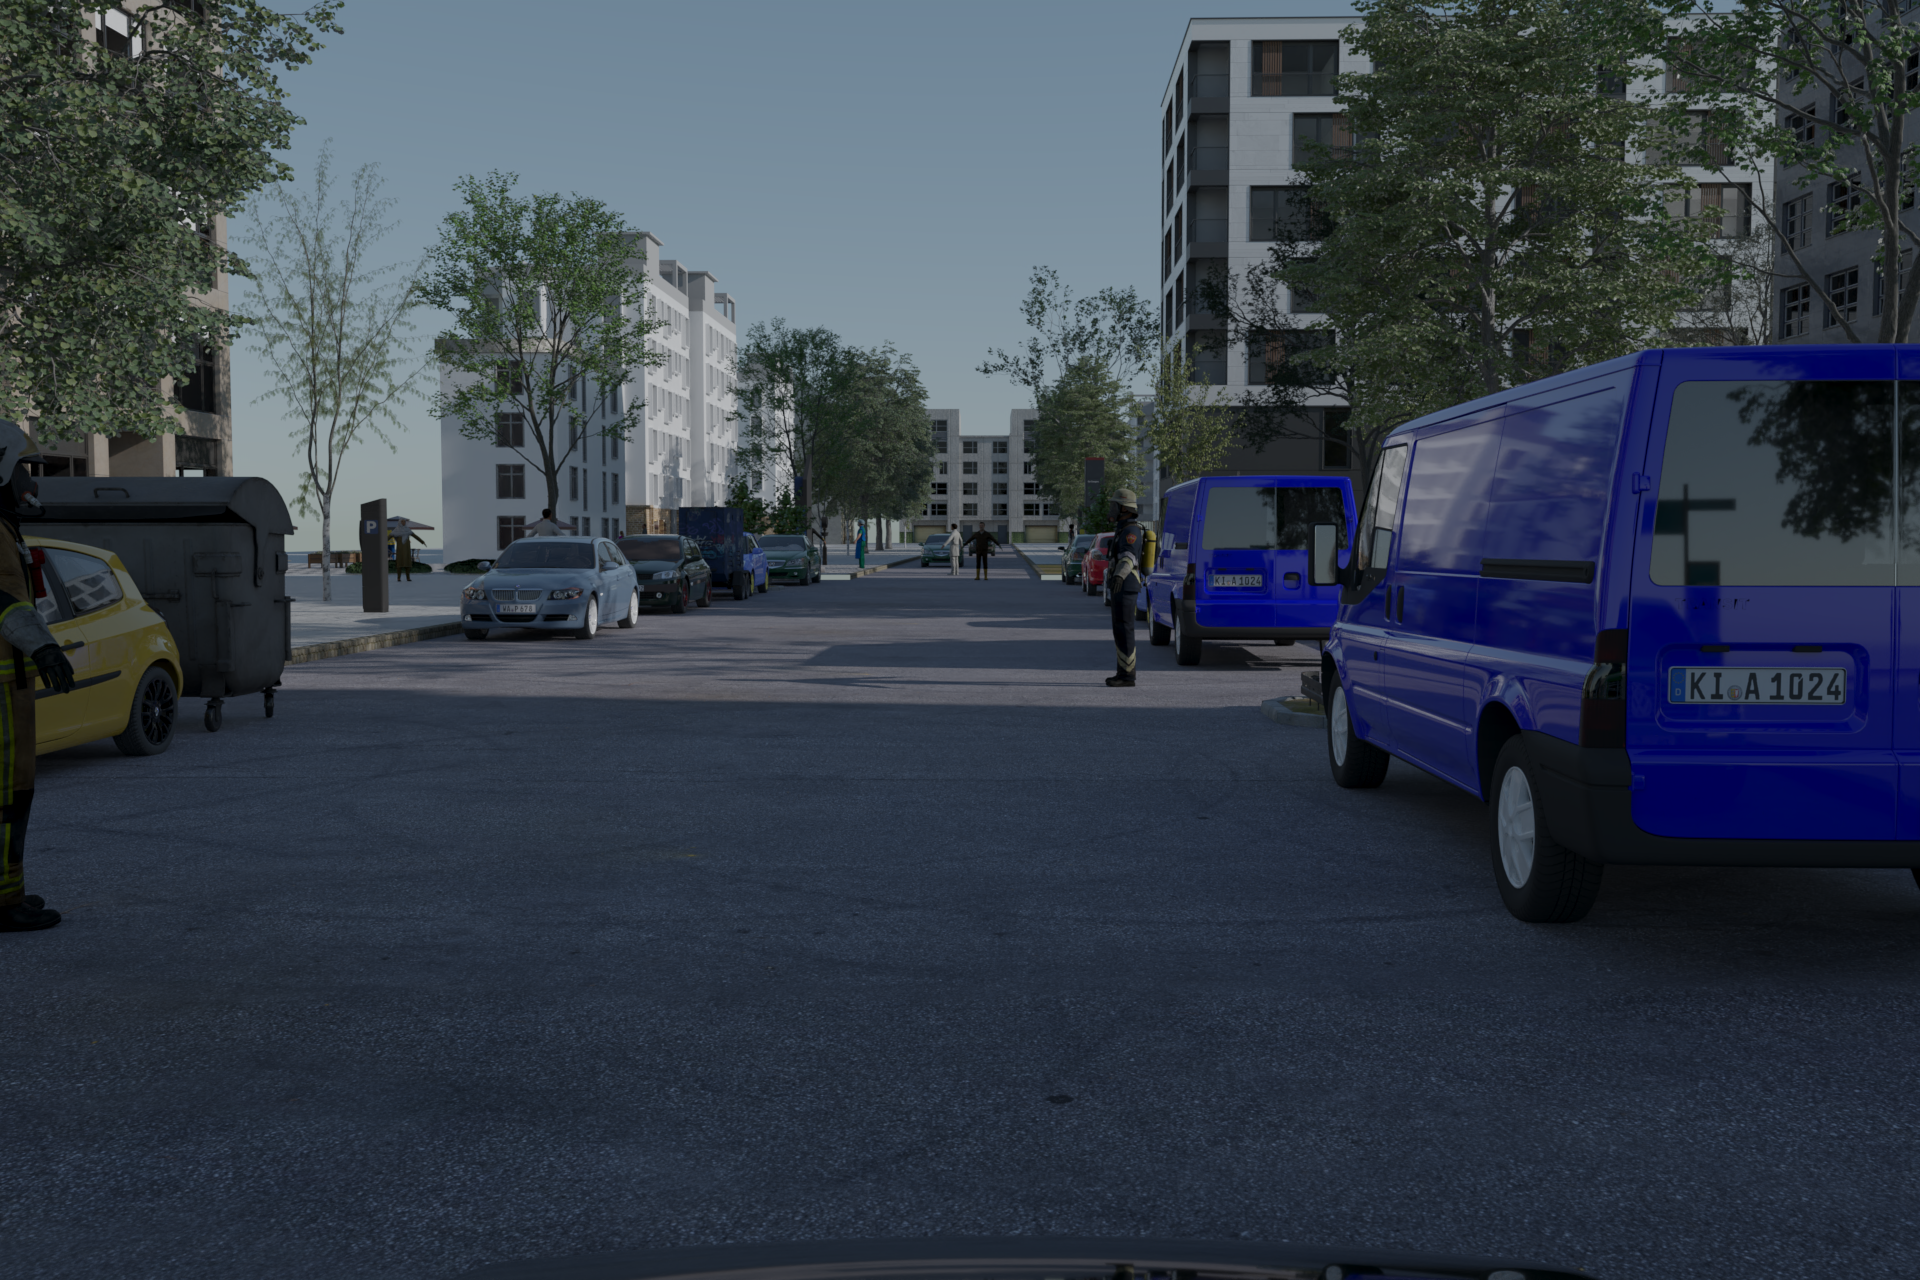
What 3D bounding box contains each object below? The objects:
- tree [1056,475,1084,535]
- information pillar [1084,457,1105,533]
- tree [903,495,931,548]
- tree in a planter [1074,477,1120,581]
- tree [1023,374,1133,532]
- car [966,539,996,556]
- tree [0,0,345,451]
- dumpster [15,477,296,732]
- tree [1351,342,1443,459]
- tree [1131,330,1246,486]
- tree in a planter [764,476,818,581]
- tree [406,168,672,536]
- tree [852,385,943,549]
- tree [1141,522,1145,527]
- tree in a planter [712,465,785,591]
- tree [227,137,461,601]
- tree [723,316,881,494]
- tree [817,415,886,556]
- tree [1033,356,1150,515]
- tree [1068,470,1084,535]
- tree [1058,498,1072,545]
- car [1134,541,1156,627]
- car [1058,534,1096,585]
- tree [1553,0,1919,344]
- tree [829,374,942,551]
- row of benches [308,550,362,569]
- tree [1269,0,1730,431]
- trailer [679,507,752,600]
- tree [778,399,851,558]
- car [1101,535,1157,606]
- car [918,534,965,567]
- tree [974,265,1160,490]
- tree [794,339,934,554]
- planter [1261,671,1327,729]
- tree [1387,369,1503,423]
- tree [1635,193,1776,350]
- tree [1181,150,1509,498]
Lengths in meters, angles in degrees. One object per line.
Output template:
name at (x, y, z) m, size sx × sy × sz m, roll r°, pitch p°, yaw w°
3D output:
tree at (9.677, -11.952, 145.774) m, size 4.737 × 8.622 × 4.395 m, roll 0°, pitch 3°, yaw 0°
information pillar at (4.557, -4.244, 58.761) m, size 0.750 × 3.857 × 0.750 m, roll 0°, pitch 4°, yaw 1°
tree at (-4.852, -12.847, 160.414) m, size 4.737 × 8.622 × 4.395 m, roll 0°, pitch 3°, yaw 0°
tree in a planter at (4.443, -3.456, 53.724) m, size 1.991 × 3.239 × 1.994 m, roll 0°, pitch 4°, yaw 2°
tree at (9.607, -14.070, 136.702) m, size 9.857 × 13.997 × 8.962 m, roll 0°, pitch 3°, yaw 0°
car at (1.420, -6.288, 112.598) m, size 2.009 × 1.686 × 4.222 m, roll 0°, pitch 3°, yaw 0°
tree at (-12.358, -6.923, 19.839) m, size 9.857 × 13.997 × 8.962 m, roll 0°, pitch 3°, yaw 0°
dumpster at (-6.106, -0.292, 12.991) m, size 1.865 × 1.857 × 1.264 m, roll 0°, pitch 4°, yaw 2°
tree at (15.720, -6.638, 58.901) m, size 4.737 × 8.622 × 4.395 m, roll 0°, pitch 3°, yaw 0°
tree at (7.991, -6.845, 62.283) m, size 4.737 × 8.622 × 4.395 m, roll 0°, pitch 3°, yaw 0°
tree in a planter at (-5.356, -3.439, 53.457) m, size 1.991 × 3.239 × 1.994 m, roll 0°, pitch 4°, yaw 2°
tree at (-11.874, -7.596, 49.949) m, size 9.928 × 11.665 × 9.643 m, roll 0°, pitch 3°, yaw 0°
tree at (-6.138, -14.708, 147.128) m, size 9.857 × 13.997 × 8.962 m, roll 0°, pitch 3°, yaw 0°
tree at (26.052, -18.061, 245.657) m, size 4.737 × 8.622 × 4.395 m, roll 0°, pitch 3°, yaw 0°
tree in a planter at (-5.568, -2.889, 44.451) m, size 1.991 × 3.239 × 1.994 m, roll 0°, pitch 4°, yaw 2°
tree at (-12.298, -5.044, 32.838) m, size 4.360 × 8.622 × 3.978 m, roll 0°, pitch 3°, yaw 0°
tree at (-7.455, -9.577, 82.342) m, size 9.928 × 11.665 × 9.643 m, roll 0°, pitch 3°, yaw 0°
tree at (-6.679, -9.308, 102.544) m, size 4.360 × 8.622 × 3.978 m, roll 0°, pitch 3°, yaw 0°
tree at (8.118, -11.777, 110.681) m, size 7.486 × 12.596 × 7.792 m, roll 0°, pitch 3°, yaw 0°
tree at (10.404, -12.440, 153.760) m, size 4.737 × 8.622 × 4.395 m, roll 0°, pitch 3°, yaw 0°
tree at (9.978, -12.840, 160.297) m, size 4.360 × 8.622 × 3.978 m, roll 0°, pitch 3°, yaw 0°
car at (3.705, -1.098, 27.544) m, size 1.945 × 1.707 × 3.694 m, roll 0°, pitch 4°, yaw 1°
car at (3.917, -2.352, 50.251) m, size 2.131 × 1.459 × 4.920 m, roll 0°, pitch 4°, yaw 1°
tree at (9.900, -5.658, 18.256) m, size 9.928 × 11.665 × 9.643 m, roll 0°, pitch 3°, yaw 0°
tree at (-6.275, -13.913, 134.130) m, size 9.857 × 13.997 × 8.962 m, roll 0°, pitch 3°, yaw 0°
row of benches at (-23.686, -3.101, 66.172) m, size 1.422 × 0.672 × 4.104 m, roll 0°, pitch 4°, yaw 8°
tree at (9.047, -6.857, 30.234) m, size 7.486 × 12.596 × 7.792 m, roll 0°, pitch 3°, yaw 0°
trailer at (-5.393, -1.833, 37.021) m, size 1.471 × 1.999 × 3.904 m, roll 0°, pitch 4°, yaw 1°
tree at (-7.658, -8.786, 94.013) m, size 4.737 × 8.622 × 4.395 m, roll 0°, pitch 3°, yaw 0°
car at (3.717, -1.274, 32.837) m, size 2.014 × 1.417 × 4.499 m, roll 0°, pitch 4°, yaw 0°
car at (-0.754, -3.941, 76.228) m, size 2.131 × 1.459 × 4.920 m, roll 0°, pitch 4°, yaw 1°
tree at (7.909, -16.331, 122.902) m, size 12.611 × 20.169 × 13.585 m, roll 0°, pitch 3°, yaw 0°
tree at (-6.458, -12.691, 114.152) m, size 9.857 × 13.997 × 8.962 m, roll 0°, pitch 3°, yaw 0°
planter at (3.406, 0.464, 13.547) m, size 1.991 × 0.319 × 1.994 m, roll 0°, pitch 4°, yaw 2°
tree at (18.296, -7.013, 65.033) m, size 4.737 × 8.622 × 4.395 m, roll 0°, pitch 3°, yaw 0°
tree at (28.465, -9.265, 61.856) m, size 12.009 × 13.543 × 11.850 m, roll 0°, pitch 3°, yaw 0°
tree at (9.851, -6.587, 42.112) m, size 8.767 × 10.594 × 7.601 m, roll -3°, pitch 5°, yaw -41°
